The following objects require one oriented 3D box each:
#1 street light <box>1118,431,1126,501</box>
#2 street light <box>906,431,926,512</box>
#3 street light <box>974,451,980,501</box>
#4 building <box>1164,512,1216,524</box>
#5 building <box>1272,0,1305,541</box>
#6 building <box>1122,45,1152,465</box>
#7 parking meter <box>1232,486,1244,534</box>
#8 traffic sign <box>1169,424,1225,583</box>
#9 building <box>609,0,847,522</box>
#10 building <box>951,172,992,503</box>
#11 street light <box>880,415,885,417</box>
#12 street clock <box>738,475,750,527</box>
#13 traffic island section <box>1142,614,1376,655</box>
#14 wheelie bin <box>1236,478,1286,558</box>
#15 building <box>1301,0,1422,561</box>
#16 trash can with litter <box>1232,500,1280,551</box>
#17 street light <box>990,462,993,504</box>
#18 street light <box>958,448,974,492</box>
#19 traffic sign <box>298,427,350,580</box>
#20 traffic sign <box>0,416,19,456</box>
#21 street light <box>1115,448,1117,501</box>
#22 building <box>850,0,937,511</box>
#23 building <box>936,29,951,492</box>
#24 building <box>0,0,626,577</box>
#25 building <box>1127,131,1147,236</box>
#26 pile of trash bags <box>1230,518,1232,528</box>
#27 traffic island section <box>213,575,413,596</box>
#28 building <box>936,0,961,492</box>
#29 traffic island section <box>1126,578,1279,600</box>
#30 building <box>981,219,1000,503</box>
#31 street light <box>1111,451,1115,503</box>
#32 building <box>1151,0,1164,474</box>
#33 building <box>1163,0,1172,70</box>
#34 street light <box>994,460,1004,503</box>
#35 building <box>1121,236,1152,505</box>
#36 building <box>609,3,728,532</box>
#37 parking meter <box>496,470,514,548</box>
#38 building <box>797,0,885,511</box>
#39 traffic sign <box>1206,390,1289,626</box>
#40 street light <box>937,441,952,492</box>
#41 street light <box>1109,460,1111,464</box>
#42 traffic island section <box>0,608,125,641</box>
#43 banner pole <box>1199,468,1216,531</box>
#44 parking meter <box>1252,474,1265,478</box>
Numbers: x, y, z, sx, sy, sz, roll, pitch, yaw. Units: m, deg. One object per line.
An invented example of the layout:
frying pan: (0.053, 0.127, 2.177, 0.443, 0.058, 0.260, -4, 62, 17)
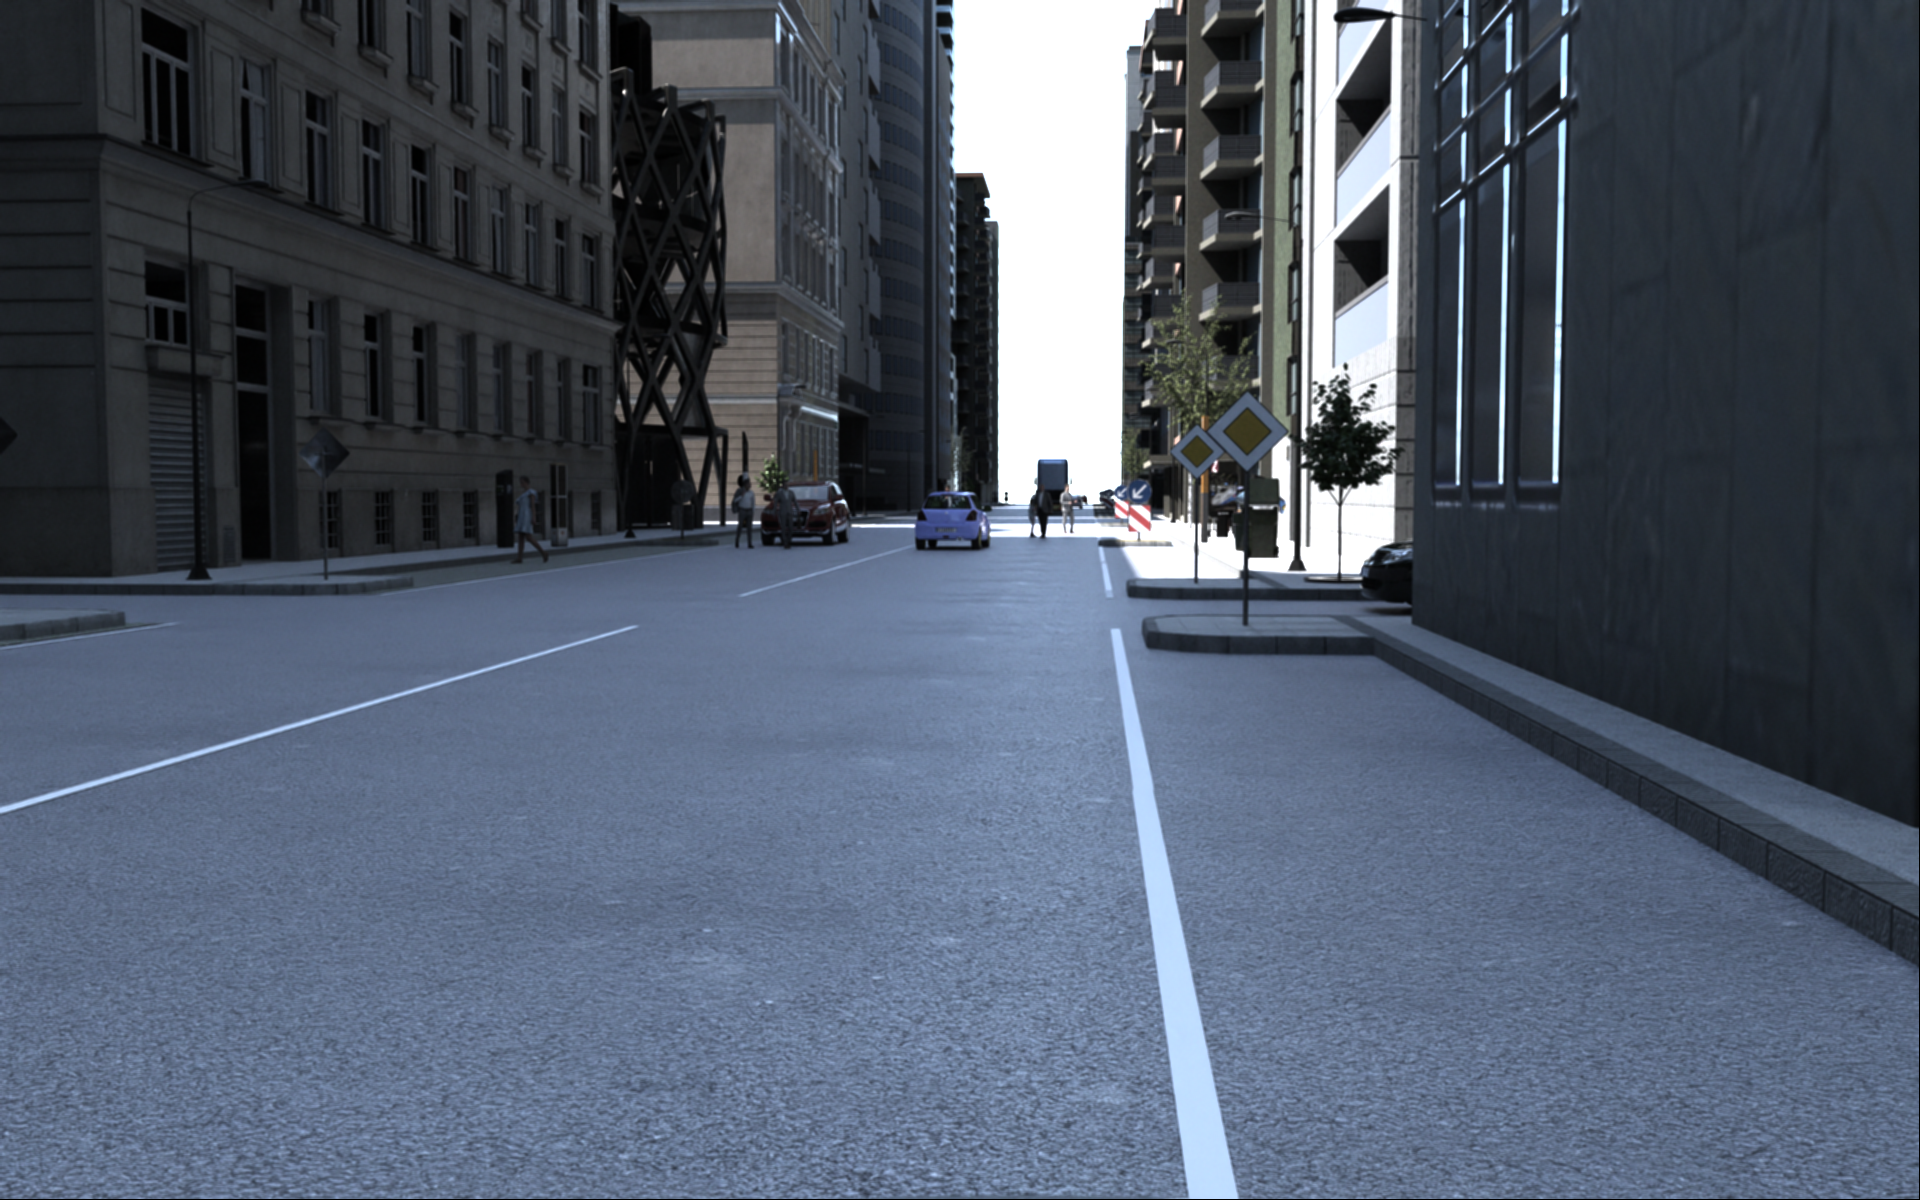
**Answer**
street light: (12.653, -9.524, 128.257, 1.470, 5.913, 1.316, 0, 4, 4)
street light: (-3.213, -9.431, 126.744, 1.470, 5.913, 1.316, 0, 4, 4)
street light: (1.128, -12.996, 185.025, 1.470, 5.913, 1.316, 0, 4, 4)
building: (19.925, -26.095, 81.270, 22.147, 44.769, 28.867, 0, 4, 4)
building: (16.472, -17.171, 52.450, 14.160, 30.474, 14.107, 0, 4, 4)
building: (32.141, -42.014, 228.931, 21.231, 58.520, 28.212, 0, 4, 4)
parking meter: (8.870, -2.868, 55.298, 0.372, 1.533, 0.369, 0, 3, 0)
traffic sign: (3.389, -1.295, 24.821, 0.795, 2.450, 0.064, 0, 4, 4)
building: (-13.776, -18.537, 88.989, 13.634, 28.700, 20.117, 0, 4, 4)
building: (-7.297, -35.219, 230.457, 22.147, 44.769, 28.867, 0, 4, 4)
street light: (-5.108, -7.946, 102.461, 1.470, 5.913, 1.316, 0, 4, 4)
street clock: (-8.204, -3.740, 65.726, 0.471, 2.002, 0.358, 3, 5, 43)
traffic island section: (2.809, 0.327, 16.934, 2.009, 0.180, 2.903, 0, 4, 4)
wheelie bin: (6.036, -1.643, 34.764, 0.980, 1.594, 0.693, 0, 4, 7)
building: (21.788, -29.941, 31.539, 28.212, 58.520, 21.231, 0, 4, 4)
trash can with litter: (6.632, -1.675, 38.768, 1.055, 1.170, 0.624, 2, 4, 27)
street light: (2.867, -14.440, 208.635, 1.470, 5.913, 1.316, 0, 4, 4)
street light: (0.409, -12.320, 173.978, 1.470, 5.913, 1.316, 0, 4, 4)
traffic sign: (-9.467, -1.356, 25.812, 0.795, 2.450, 0.064, 0, 4, 4)
traffic sign: (-10.071, -0.869, 17.850, 0.795, 2.450, 0.064, 0, 4, 4)
street light: (14.596, -10.986, 152.160, 1.470, 5.913, 1.316, 0, 4, 4)
building: (-13.662, -36.810, 143.842, 21.231, 58.520, 28.212, 0, 4, 4)
building: (-8.335, -31.525, 165.542, 14.600, 45.320, 14.200, 0, 4, 4)
building: (-19.204, -12.683, 40.646, 16.112, 22.955, 30.059, 0, 4, 4)
building: (27.160, -34.151, 208.483, 14.600, 45.320, 14.200, 0, 4, 4)
pile of trash bags: (11.182, -3.448, 66.127, 1.912, 1.369, 3.447, -1, 4, -12)
traffic island section: (-9.491, -0.220, 25.876, 2.009, 0.180, 2.903, 0, 4, 4)
building: (-10.604, -54.221, 199.182, 22.319, 86.520, 31.000, 0, 4, 4)
traffic island section: (3.413, -0.160, 24.896, 2.009, 0.180, 2.903, 0, 4, 4)
building: (-1.626, -34.769, 252.059, 14.154, 41.232, 14.086, 0, 4, 4)
street light: (16.321, -12.441, 175.945, 1.470, 5.913, 1.316, 0, 4, 4)
building: (28.447, -33.125, 130.840, 28.713, 52.752, 27.495, 0, 4, 4)
building: (20.183, -28.178, 110.823, 14.600, 45.320, 14.200, 0, 4, 4)
street light: (4.766, -15.927, 232.941, 1.470, 5.913, 1.316, 0, 4, 4)
building: (25.321, -25.858, 194.473, 14.160, 30.474, 14.107, 0, 4, 4)
building: (-17.519, -12.083, 65.007, 16.820, 18.784, 16.811, 0, 4, 4)
parking meter: (-10.885, -2.184, 41.414, 0.255, 1.863, 0.399, 1, 4, 20)
building: (-19.947, -32.191, 115.560, 28.713, 52.752, 27.495, 0, 4, 4)
traffic sign: (2.785, -0.808, 16.859, 0.795, 2.450, 0.064, 0, 4, 4)
street light: (-1.406, -10.875, 150.349, 1.470, 5.913, 1.316, 0, 4, 4)
street light: (17.159, -13.154, 187.609, 1.470, 5.913, 1.316, 0, 4, 4)
traffic island section: (-10.095, 0.267, 17.913, 2.009, 0.180, 2.903, 0, 4, 4)
banner pole: (8.610, -4.289, 60.143, 0.863, 3.779, 0.401, 0, 4, -5)
parking meter: (8.750, -2.754, 50.732, 0.399, 1.863, 0.255, 0, 4, -6)
